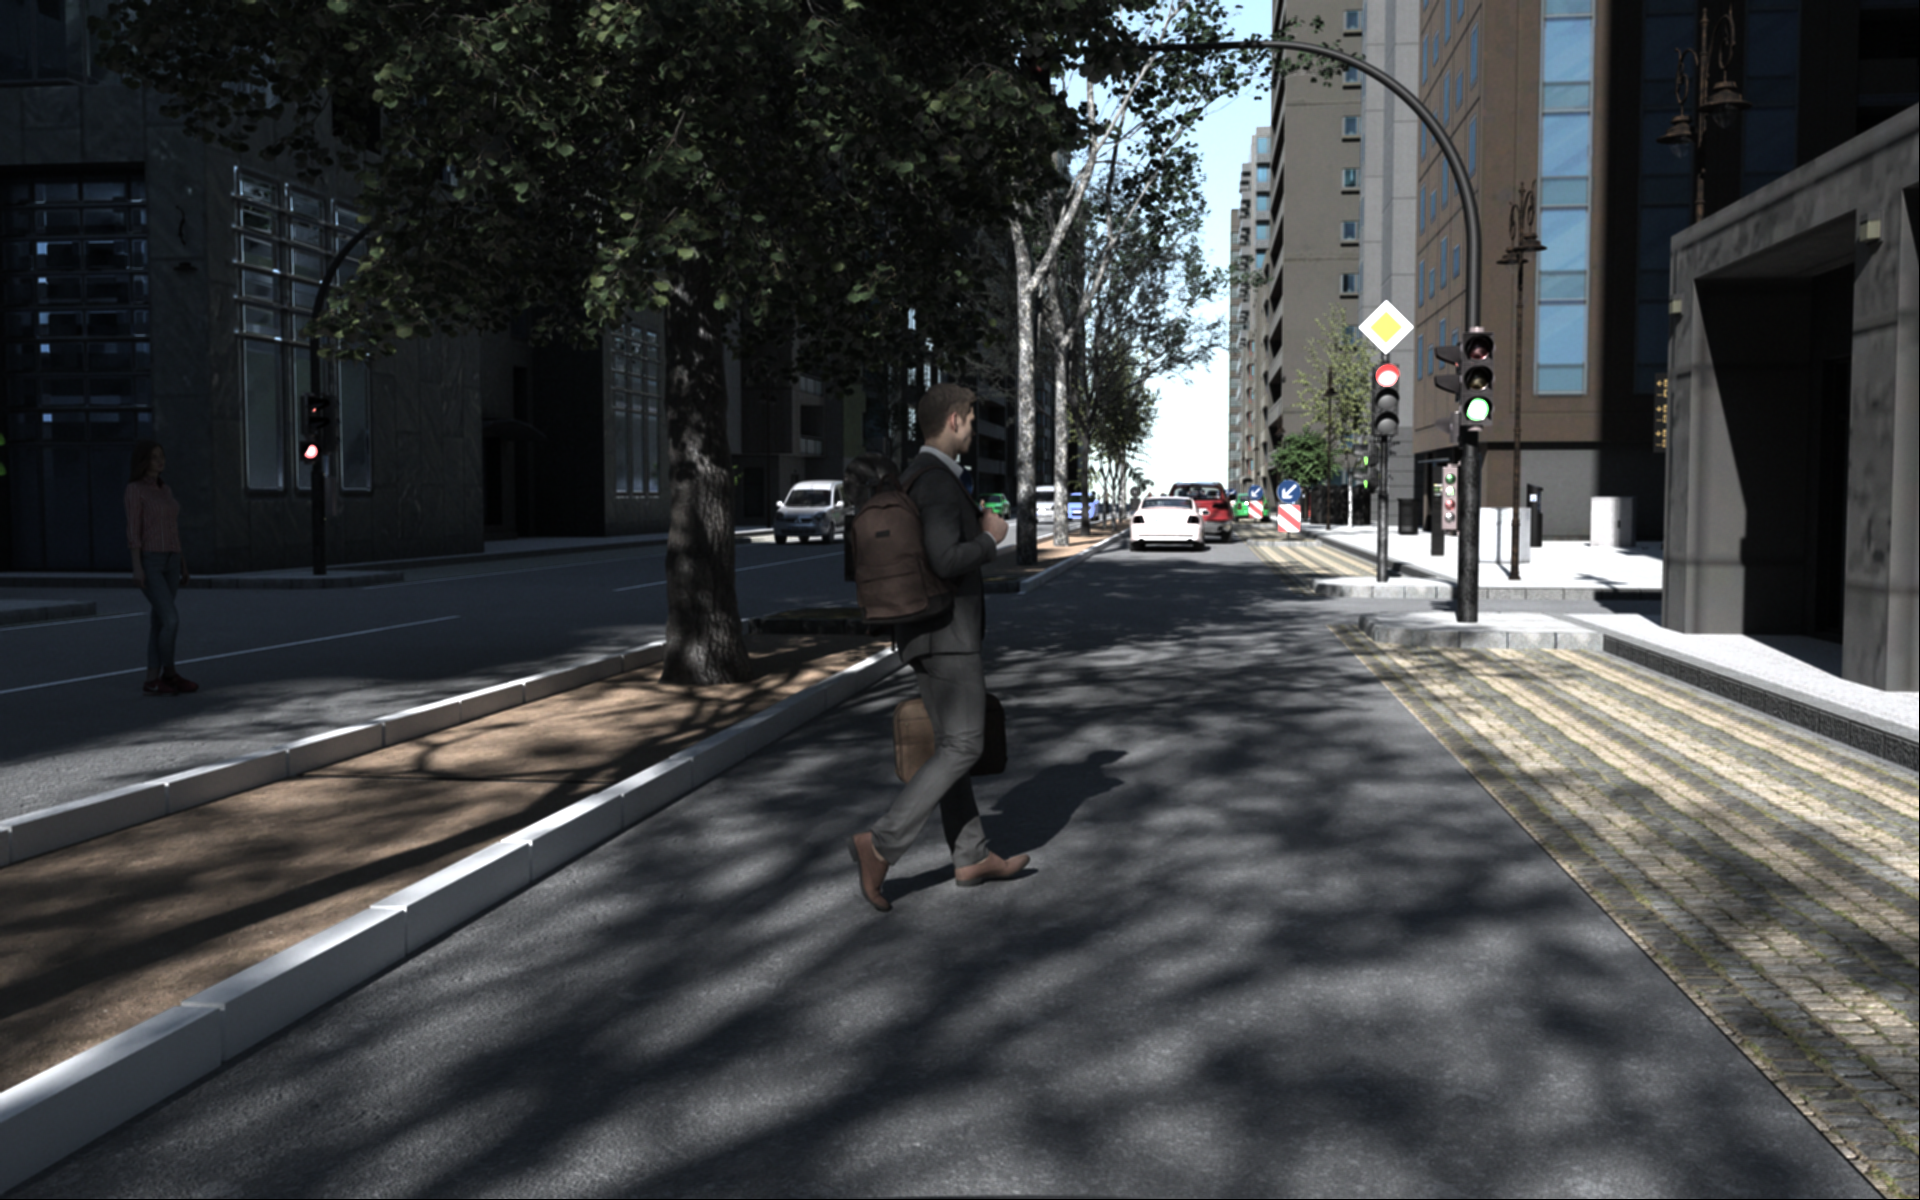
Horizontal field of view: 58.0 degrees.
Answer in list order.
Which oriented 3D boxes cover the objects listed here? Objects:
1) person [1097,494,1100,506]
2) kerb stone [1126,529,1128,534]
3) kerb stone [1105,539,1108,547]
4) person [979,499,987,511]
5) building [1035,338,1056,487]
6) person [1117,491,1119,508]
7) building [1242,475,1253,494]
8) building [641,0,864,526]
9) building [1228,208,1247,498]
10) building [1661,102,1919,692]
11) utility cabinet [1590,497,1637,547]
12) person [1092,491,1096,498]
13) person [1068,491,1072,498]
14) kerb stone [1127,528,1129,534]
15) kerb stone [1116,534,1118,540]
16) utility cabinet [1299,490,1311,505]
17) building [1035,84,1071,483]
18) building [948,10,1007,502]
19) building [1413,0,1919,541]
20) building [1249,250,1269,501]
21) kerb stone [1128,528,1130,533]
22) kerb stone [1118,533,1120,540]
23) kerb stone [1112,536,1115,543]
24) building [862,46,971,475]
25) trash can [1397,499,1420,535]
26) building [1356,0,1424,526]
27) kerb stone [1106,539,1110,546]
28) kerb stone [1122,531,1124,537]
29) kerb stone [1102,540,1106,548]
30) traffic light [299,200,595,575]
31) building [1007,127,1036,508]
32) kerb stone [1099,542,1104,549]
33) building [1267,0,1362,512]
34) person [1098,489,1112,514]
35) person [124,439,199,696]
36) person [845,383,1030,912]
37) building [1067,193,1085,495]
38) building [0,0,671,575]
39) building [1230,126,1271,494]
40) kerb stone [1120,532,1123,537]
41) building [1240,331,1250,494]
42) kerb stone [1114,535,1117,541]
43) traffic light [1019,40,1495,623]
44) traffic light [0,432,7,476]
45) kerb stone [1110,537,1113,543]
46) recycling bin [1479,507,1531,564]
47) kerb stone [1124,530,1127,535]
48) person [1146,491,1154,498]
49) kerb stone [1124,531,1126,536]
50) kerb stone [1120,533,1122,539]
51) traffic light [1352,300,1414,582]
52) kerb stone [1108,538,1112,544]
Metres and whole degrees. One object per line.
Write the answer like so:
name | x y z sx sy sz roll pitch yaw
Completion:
person | 13.211 -9.402 165.477 0.557 1.426 1.065 1 4 10
kerb stone | 5.589 -2.266 59.238 0.120 0.150 1.000 0 4 8
kerb stone | 3.772 -1.457 46.025 0.120 0.150 1.000 0 4 8
person | 1.361 -4.818 92.779 0.738 1.151 1.012 3 4 39
building | -2.729 -21.790 201.302 27.650 21.520 28.899 0 4 8
person | 15.892 -10.099 174.446 0.721 1.723 1.217 0 4 6
building | 42.770 -28.657 160.419 32.217 40.220 23.993 0 4 8
building | -12.191 -23.794 72.634 14.154 41.232 14.086 0 4 8
building | 45.713 -34.567 248.763 14.154 41.232 14.086 0 4 8
building | 15.467 -34.537 2.938 20.563 71.187 20.611 0 4 8
utility cabinet | 15.886 -1.894 42.124 1.020 1.237 0.306 3 5 41
person | 14.465 -11.058 190.024 1.217 1.735 0.721 -3 4 -37
person | 11.256 -10.279 177.224 0.621 1.740 0.551 1 4 11
kerb stone | 5.722 -2.328 60.255 0.120 0.150 1.000 0 4 8
kerb stone | 4.608 -1.826 52.118 0.120 0.150 1.000 0 4 8
utility cabinet | 19.587 -5.433 97.504 1.173 1.500 0.318 2 4 27
building | 0.449 -39.128 228.985 28.713 52.752 27.495 0 4 8
building | -7.816 -31.845 144.362 21.300 48.544 21.600 0 4 8
building | 21.878 -24.584 52.068 14.600 45.320 14.200 0 4 8
building | 37.280 -17.741 135.097 27.650 21.520 28.899 0 4 8
kerb stone | 5.858 -2.390 61.268 0.120 0.150 1.000 0 4 8
kerb stone | 4.751 -1.892 53.137 0.120 0.150 1.000 0 4 8
kerb stone | 4.334 -1.706 50.090 0.120 0.150 1.000 0 4 8
building | -12.103 -30.495 118.205 23.786 49.044 30.456 0 4 8
trash can | 14.137 -2.628 54.614 0.748 1.137 0.748 0 3 0
building | 29.445 -32.909 80.056 21.231 58.520 28.212 0 4 8
kerb stone | 3.914 -1.518 47.037 0.120 0.150 1.000 0 4 8
kerb stone | 5.171 -2.079 56.188 0.120 0.150 1.000 0 4 8
kerb stone | 3.643 -1.395 45.007 0.120 0.150 1.000 0 4 8
traffic light | -8.077 -3.210 27.159 4.771 5.953 1.251 0 4 8
building | -0.496 -29.302 162.681 14.154 41.232 14.086 0 4 8
kerb stone | 3.500 -1.333 43.994 0.120 0.150 1.000 0 4 8
building | 30.887 -29.720 109.626 21.300 48.544 21.600 0 4 8
person | 10.316 -6.973 122.513 1.348 1.823 0.705 -2 4 -27
person | -5.708 -0.232 12.309 0.388 1.821 0.555 0 4 1
person | -0.098 0.138 6.213 0.822 1.834 0.622 -2 4 -29
building | 10.533 -36.620 248.840 14.600 45.320 14.200 0 4 8
building | -20.774 -44.586 41.652 22.319 86.520 31.000 0 4 8
building | 47.598 -37.078 225.832 23.786 49.044 30.456 0 4 8
kerb stone | 5.031 -2.017 55.173 0.120 0.150 1.000 0 4 8
building | 46.127 -21.465 195.986 27.650 21.520 28.899 0 4 8
kerb stone | 4.475 -1.768 51.103 0.120 0.150 1.000 0 4 8
traffic light | 2.984 -2.616 17.431 4.771 5.953 1.251 0 4 8
traffic light | -11.244 -1.870 19.495 0.839 4.253 0.868 0 4 8
kerb stone | 4.191 -1.644 49.077 0.120 0.150 1.000 0 4 8
recycling bin | 10.150 -1.206 32.273 0.722 1.027 0.722 3 5 43
kerb stone | 5.453 -2.195 58.225 0.120 0.150 1.000 0 4 8
person | 25.526 -13.704 232.501 1.348 1.831 0.705 -2 4 -28
kerb stone | 5.305 -2.134 57.214 0.120 0.150 1.000 0 4 8
kerb stone | 4.893 -1.955 54.159 0.120 0.150 1.000 0 4 8
traffic light | 6.150 -2.219 25.201 0.839 4.253 0.868 0 4 8
kerb stone | 4.060 -1.582 48.063 0.120 0.150 1.000 0 4 8
